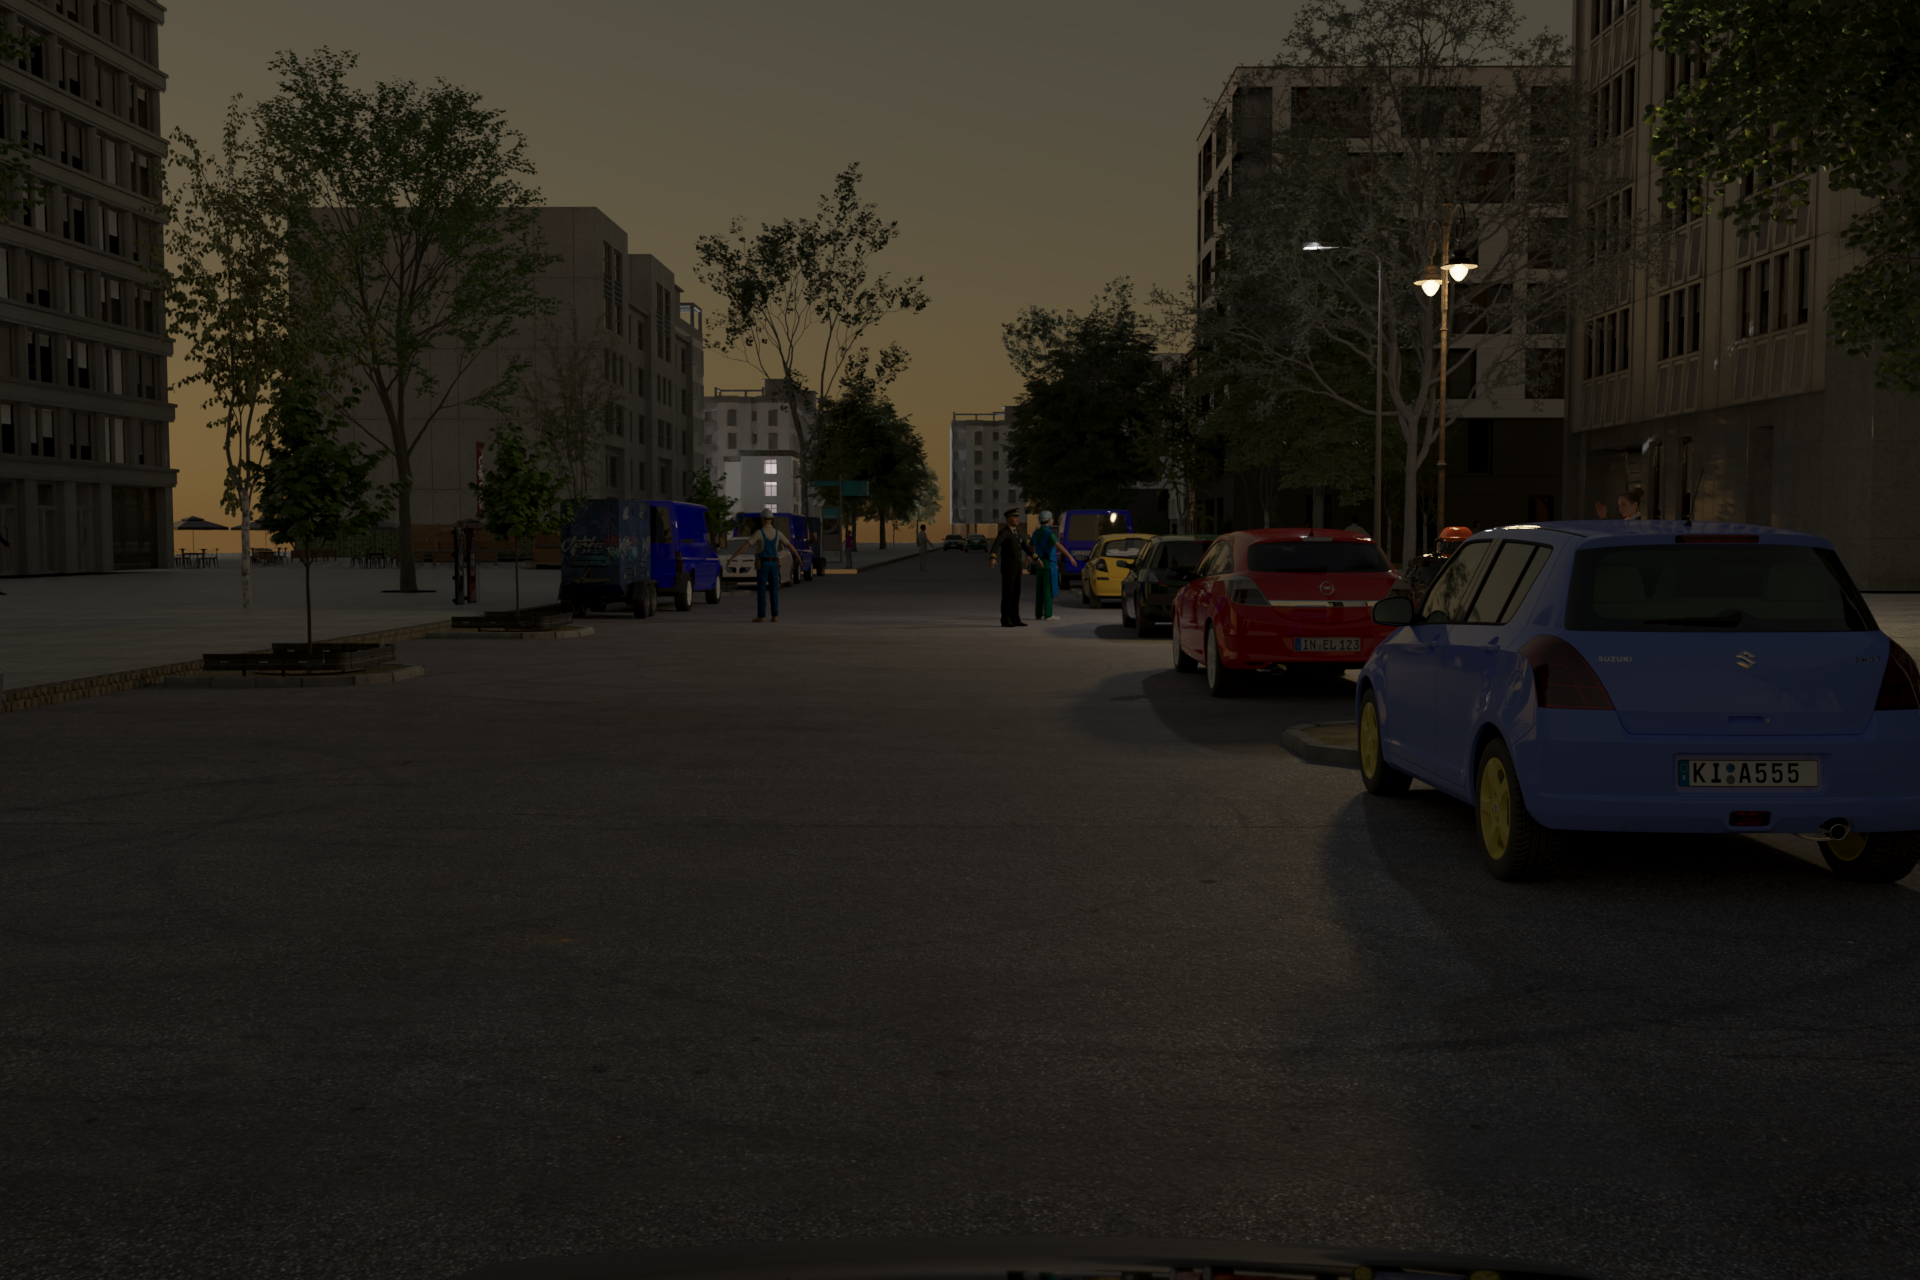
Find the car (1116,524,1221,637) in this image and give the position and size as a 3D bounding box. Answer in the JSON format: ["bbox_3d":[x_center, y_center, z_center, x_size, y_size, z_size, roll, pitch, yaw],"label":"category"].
[{"bbox_3d":[3.336,-0.958,25.448,2.009,1.686,4.222,0,4,1],"label":"car"}]

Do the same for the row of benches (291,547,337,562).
[{"bbox_3d":[-30.298,-4.030,81.348,1.422,0.672,4.104,0,4,1],"label":"row of benches"}]

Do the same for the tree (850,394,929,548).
[{"bbox_3d":[-6.939,-15.290,156.650,9.857,13.997,8.962,0,3,0],"label":"tree"}]

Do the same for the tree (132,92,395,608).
[{"bbox_3d":[-12.256,-4.874,30.055,4.737,8.622,4.395,0,3,0],"label":"tree"}]

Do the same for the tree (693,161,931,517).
[{"bbox_3d":[-7.690,-14.282,89.392,12.611,20.169,13.585,0,3,0],"label":"tree"}]

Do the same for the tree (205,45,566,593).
[{"bbox_3d":[-12.252,-6.850,37.752,9.928,11.665,9.643,0,3,0],"label":"tree"}]

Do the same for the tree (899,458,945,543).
[{"bbox_3d":[-5.885,-20.568,254.419,7.486,12.596,7.792,0,3,0],"label":"tree"}]

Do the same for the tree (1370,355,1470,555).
[{"bbox_3d":[18.707,-7.237,68.687,4.360,8.622,3.978,0,3,0],"label":"tree"}]

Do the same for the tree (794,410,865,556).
[{"bbox_3d":[-7.447,-9.261,101.782,4.737,8.622,4.395,0,3,0],"label":"tree"}]

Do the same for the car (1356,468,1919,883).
[{"bbox_3d":[3.060,0.071,8.428,1.945,1.707,3.694,0,4,1],"label":"car"}]

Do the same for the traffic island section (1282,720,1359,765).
[{"bbox_3d":[3.206,0.693,11.538,1.991,0.108,1.994,0,4,0],"label":"traffic island section"}]

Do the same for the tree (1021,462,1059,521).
[{"bbox_3d":[8.865,-14.004,154.719,9.928,11.665,9.643,0,3,0],"label":"tree"}]

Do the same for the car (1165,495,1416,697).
[{"bbox_3d":[3.109,-0.468,16.689,2.155,1.783,4.494,0,4,1],"label":"car"}]

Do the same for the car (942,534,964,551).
[{"bbox_3d":[-0.527,-8.379,146.777,2.009,1.686,4.222,0,4,1],"label":"car"}]

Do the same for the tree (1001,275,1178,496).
[{"bbox_3d":[9.644,-16.560,126.644,12.611,20.169,13.585,0,3,0],"label":"tree"}]

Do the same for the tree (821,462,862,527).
[{"bbox_3d":[-18.235,-21.303,254.965,9.857,13.997,8.962,0,3,0],"label":"tree"}]

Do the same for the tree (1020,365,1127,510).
[{"bbox_3d":[7.939,-12.098,115.924,7.486,12.596,7.792,0,3,0],"label":"tree"}]

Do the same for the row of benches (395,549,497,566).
[{"bbox_3d":[-20.835,-3.335,69.985,4.104,0.672,1.422,-1,4,-18],"label":"row of benches"}]

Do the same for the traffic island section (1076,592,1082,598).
[{"bbox_3d":[3.663,-1.014,39.437,1.991,0.108,1.994,0,4,1],"label":"traffic island section"}]

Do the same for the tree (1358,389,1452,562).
[{"bbox_3d":[18.505,-7.532,73.511,4.737,8.622,4.395,0,3,0],"label":"tree"}]

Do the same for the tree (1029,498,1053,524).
[{"bbox_3d":[8.934,-12.970,162.429,4.360,8.622,3.978,0,3,0],"label":"tree"}]

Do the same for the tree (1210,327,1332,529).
[{"bbox_3d":[10.071,-6.589,58.094,4.360,8.622,3.978,0,3,0],"label":"tree"}]

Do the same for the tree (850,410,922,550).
[{"bbox_3d":[-6.574,-13.300,143.203,9.928,11.665,9.643,0,3,0],"label":"tree"}]

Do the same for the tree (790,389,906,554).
[{"bbox_3d":[-7.002,-10.755,110.253,8.767,10.594,7.601,2,4,31],"label":"tree"}]

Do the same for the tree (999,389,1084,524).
[{"bbox_3d":[8.117,-14.537,144.335,9.857,13.997,8.962,0,3,0],"label":"tree"}]

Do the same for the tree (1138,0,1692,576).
[{"bbox_3d":[9.268,-7.631,35.140,12.009,13.543,11.850,0,3,0],"label":"tree"}]

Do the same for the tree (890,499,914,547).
[{"bbox_3d":[-6.211,-13.322,168.175,4.737,8.622,4.395,0,3,0],"label":"tree"}]

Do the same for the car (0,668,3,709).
[{"bbox_3d":[-6.459,0.232,8.207,2.014,1.417,4.499,0,4,1],"label":"car"}]

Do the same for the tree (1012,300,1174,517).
[{"bbox_3d":[7.406,-11.586,96.084,9.857,13.997,8.962,0,3,0],"label":"tree"}]

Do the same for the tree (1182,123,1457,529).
[{"bbox_3d":[10.110,-7.998,48.891,7.486,12.596,7.792,0,3,0],"label":"tree"}]

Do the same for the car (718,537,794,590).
[{"bbox_3d":[-5.490,-2.034,45.610,2.083,1.381,4.827,0,4,1],"label":"car"}]

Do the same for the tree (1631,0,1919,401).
[{"bbox_3d":[9.450,-6.520,13.255,9.857,13.997,8.962,0,3,0],"label":"tree"}]

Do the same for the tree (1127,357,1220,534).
[{"bbox_3d":[9.019,-7.374,70.928,4.737,8.622,4.395,0,3,0],"label":"tree"}]

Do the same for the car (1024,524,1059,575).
[{"bbox_3d":[3.469,-3.292,62.504,2.281,1.827,5.304,0,4,1],"label":"car"}]

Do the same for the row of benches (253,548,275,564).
[{"bbox_3d":[-30.821,-3.741,76.621,1.422,0.672,4.104,-2,4,-25],"label":"row of benches"}]

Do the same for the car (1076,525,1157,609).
[{"bbox_3d":[3.344,-1.489,34.572,2.015,1.641,3.980,0,4,1],"label":"car"}]

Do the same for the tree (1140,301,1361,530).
[{"bbox_3d":[10.914,-7.946,64.327,8.767,10.594,7.601,0,4,6],"label":"tree"}]

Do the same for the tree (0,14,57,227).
[{"bbox_3d":[-12.218,-5.517,15.951,9.928,11.665,9.643,0,3,0],"label":"tree"}]

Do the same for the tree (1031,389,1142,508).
[{"bbox_3d":[7.763,-10.528,106.539,7.601,10.594,8.767,1,4,14],"label":"tree"}]

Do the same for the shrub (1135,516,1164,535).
[{"bbox_3d":[8.424,-4.511,77.802,1.661,2.075,1.752,0,3,0],"label":"shrub"}]

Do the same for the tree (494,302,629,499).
[{"bbox_3d":[-11.867,-6.376,54.615,4.360,8.622,3.978,0,3,0],"label":"tree"}]

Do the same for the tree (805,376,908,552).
[{"bbox_3d":[-7.545,-12.581,123.822,7.486,12.596,7.792,0,3,0],"label":"tree"}]
